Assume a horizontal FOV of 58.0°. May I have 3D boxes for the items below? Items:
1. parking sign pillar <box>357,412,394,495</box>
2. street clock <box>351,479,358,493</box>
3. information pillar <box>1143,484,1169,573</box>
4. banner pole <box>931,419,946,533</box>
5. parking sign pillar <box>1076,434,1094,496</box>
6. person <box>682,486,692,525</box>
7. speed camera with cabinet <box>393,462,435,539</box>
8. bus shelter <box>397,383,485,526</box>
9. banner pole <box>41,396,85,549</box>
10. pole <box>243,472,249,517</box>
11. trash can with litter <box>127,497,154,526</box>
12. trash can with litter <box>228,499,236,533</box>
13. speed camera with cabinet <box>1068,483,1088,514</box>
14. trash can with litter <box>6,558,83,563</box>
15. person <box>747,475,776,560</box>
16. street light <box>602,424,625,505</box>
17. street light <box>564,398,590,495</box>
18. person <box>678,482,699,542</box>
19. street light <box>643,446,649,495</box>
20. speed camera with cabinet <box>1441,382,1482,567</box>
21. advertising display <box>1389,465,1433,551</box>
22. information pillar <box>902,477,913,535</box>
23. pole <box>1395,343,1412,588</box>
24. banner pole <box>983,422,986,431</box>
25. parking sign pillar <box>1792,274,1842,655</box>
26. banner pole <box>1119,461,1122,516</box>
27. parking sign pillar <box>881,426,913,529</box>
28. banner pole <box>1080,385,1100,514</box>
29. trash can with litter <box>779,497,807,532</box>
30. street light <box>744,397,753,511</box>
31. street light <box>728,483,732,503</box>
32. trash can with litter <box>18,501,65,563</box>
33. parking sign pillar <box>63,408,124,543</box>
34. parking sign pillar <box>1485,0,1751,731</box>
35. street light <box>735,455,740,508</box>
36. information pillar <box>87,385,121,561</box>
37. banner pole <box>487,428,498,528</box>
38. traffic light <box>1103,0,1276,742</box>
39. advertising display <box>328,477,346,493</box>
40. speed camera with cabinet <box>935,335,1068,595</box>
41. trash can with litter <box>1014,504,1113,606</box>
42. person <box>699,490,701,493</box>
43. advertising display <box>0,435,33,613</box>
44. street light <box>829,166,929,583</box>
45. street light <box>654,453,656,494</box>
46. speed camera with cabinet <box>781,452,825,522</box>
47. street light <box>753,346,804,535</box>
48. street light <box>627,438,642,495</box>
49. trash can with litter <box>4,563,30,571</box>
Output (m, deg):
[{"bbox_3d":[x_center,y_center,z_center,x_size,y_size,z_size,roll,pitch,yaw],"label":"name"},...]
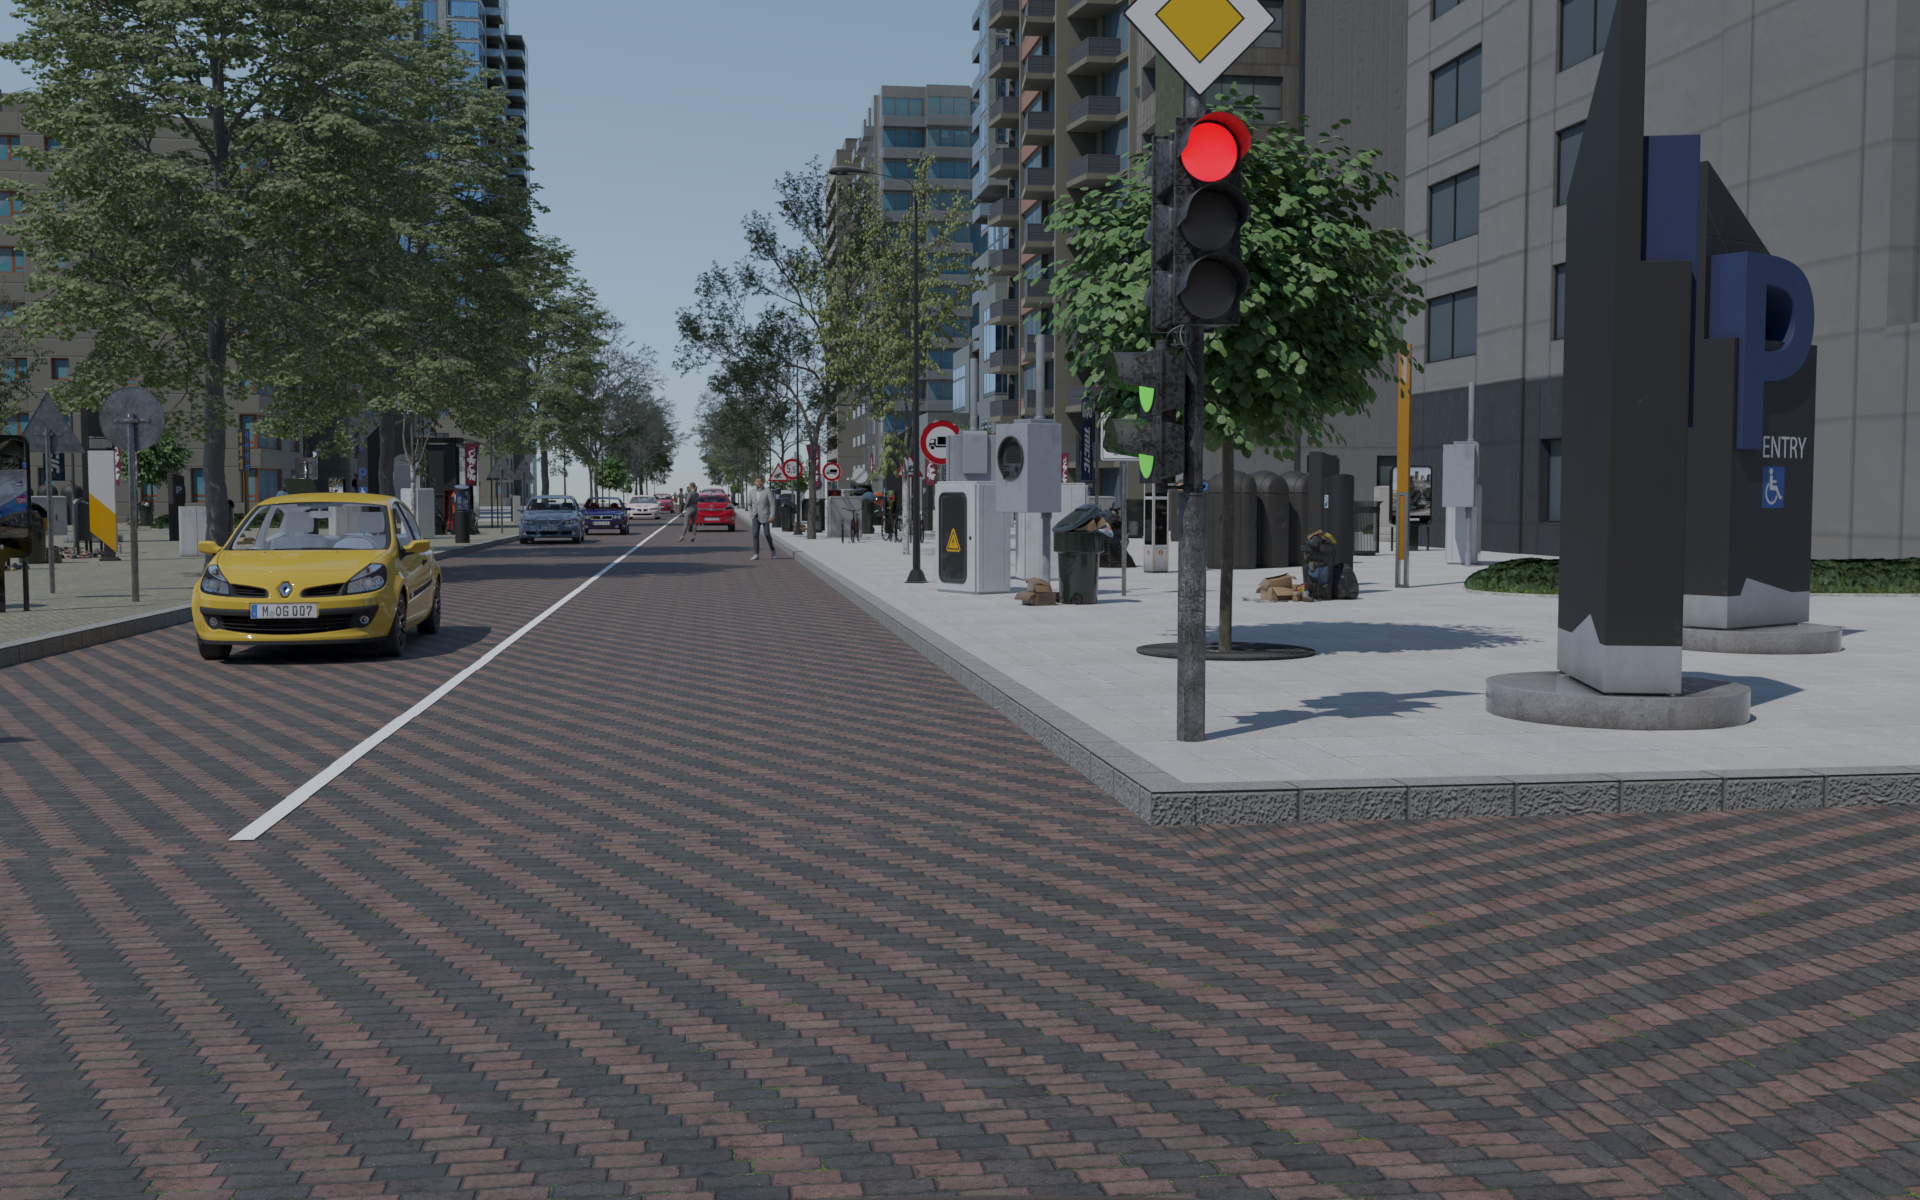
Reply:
[{"bbox_3d":[-18.921,-4.139,56.146,1.447,3.967,1.447,1,4,21],"label":"parking sign pillar"},{"bbox_3d":[-28.206,-4.677,81.032,0.471,2.002,0.358,2,4,29],"label":"street clock"},{"bbox_3d":[3.188,-1.445,28.124,0.304,2.012,0.304,-2,4,-25],"label":"information pillar"},{"bbox_3d":[-0.650,-4.155,57.952,0.401,3.779,0.863,3,4,38],"label":"banner pole"},{"bbox_3d":[5.664,-5.511,78.581,1.447,3.967,1.447,2,4,24],"label":"parking sign pillar"},{"bbox_3d":[-12.657,-4.408,80.750,0.526,1.800,0.537,-2,4,-31],"label":"person"},{"bbox_3d":[-15.891,-3.399,49.908,0.660,3.252,2.038,-3,5,-45],"label":"speed camera with cabinet"},{"bbox_3d":[-19.563,-5.357,65.217,2.179,5.291,8.768,-1,4,-8],"label":"bus shelter"},{"bbox_3d":[-20.957,-3.082,40.411,0.863,3.779,0.401,-3,5,-39],"label":"banner pole"},{"bbox_3d":[-30.240,-4.864,73.365,0.158,3.312,0.155,0,3,0],"label":"pole"},{"bbox_3d":[-32.492,-3.500,68.618,1.055,1.170,0.624,0,4,6],"label":"trash can with litter"},{"bbox_3d":[-20.768,-2.290,48.830,0.624,1.170,1.055,-1,4,-19],"label":"trash can with litter"},{"bbox_3d":[0.841,-1.917,25.680,2.038,3.252,0.660,-1,4,-11],"label":"speed camera with cabinet"},{"bbox_3d":[-17.834,-1.442,34.639,1.678,1.210,2.233,0,4,1],"label":"trash can with litter"},{"bbox_3d":[-4.333,-1.807,37.890,0.661,1.843,0.795,1,4,17],"label":"person"},{"bbox_3d":[-22.920,-8.632,113.668,1.470,5.913,1.316,-1,4,-8],"label":"street light"},{"bbox_3d":[-18.542,-6.795,83.638,1.470,5.913,1.316,-1,4,-8],"label":"street light"},{"bbox_3d":[-8.184,-2.656,52.197,0.573,1.790,0.520,1,4,16],"label":"person"},{"bbox_3d":[-30.421,-11.807,165.578,1.470,5.913,1.316,-1,4,-8],"label":"street light"},{"bbox_3d":[9.079,-2.262,31.314,0.660,3.252,2.038,1,4,20],"label":"speed camera with cabinet"},{"bbox_3d":[10.120,-2.061,38.918,0.974,1.923,0.123,-1,4,-9],"label":"advertising display"},{"bbox_3d":[-1.622,-3.055,54.433,0.304,2.012,0.304,1,4,18],"label":"information pillar"},{"bbox_3d":[6.047,-1.820,23.601,0.158,3.312,0.155,0,3,0],"label":"pole"},{"bbox_3d":[0.834,-4.311,60.507,0.401,3.779,0.863,0,4,-4],"label":"banner pole"},{"bbox_3d":[6.592,-1.587,14.421,1.447,3.967,1.447,-3,4,-36],"label":"parking sign pillar"},{"bbox_3d":[4.915,-3.805,52.227,0.401,3.779,0.863,1,4,23],"label":"banner pole"},{"bbox_3d":[-2.169,-4.601,63.700,1.447,3.967,1.447,-2,4,-24],"label":"parking sign pillar"},{"bbox_3d":[2.985,-3.022,39.434,0.401,3.779,0.863,3,5,39],"label":"banner pole"},{"bbox_3d":[-5.600,-2.887,58.584,1.055,1.170,0.624,2,4,35],"label":"trash can with litter"},{"bbox_3d":[-9.667,-6.773,83.272,1.470,5.913,1.316,-1,4,-8],"label":"street light"},{"bbox_3d":[-16.459,-9.577,129.132,1.470,5.913,1.316,-1,4,-8],"label":"street light"},{"bbox_3d":[-17.121,-1.267,32.095,0.624,1.170,1.055,0,4,2],"label":"trash can with litter"},{"bbox_3d":[-23.115,-3.524,46.082,1.447,3.967,1.447,-2,4,-26],"label":"parking sign pillar"},{"bbox_3d":[3.818,-1.316,9.983,1.447,3.967,1.447,1,4,8],"label":"parking sign pillar"},{"bbox_3d":[-12.086,-7.732,98.951,1.470,5.913,1.316,-1,4,-8],"label":"street light"},{"bbox_3d":[-16.384,-2.553,33.102,0.504,3.616,0.183,0,4,-6],"label":"information pillar"},{"bbox_3d":[-17.746,-4.629,65.702,0.401,3.779,0.863,0,4,-8],"label":"banner pole"},{"bbox_3d":[1.184,-1.223,8.909,0.839,4.253,0.868,-1,4,-8],"label":"traffic light"},{"bbox_3d":[-23.994,-3.764,66.747,0.974,1.923,0.123,3,4,37],"label":"advertising display"},{"bbox_3d":[0.455,-1.695,22.053,0.660,3.252,2.038,-2,4,-34],"label":"speed camera with cabinet"},{"bbox_3d":[1.199,-0.530,20.053,1.055,1.170,0.624,-2,4,-29],"label":"trash can with litter"},{"bbox_3d":[-22.485,-8.584,149.373,0.617,1.759,0.750,2,4,30],"label":"person"},{"bbox_3d":[-10.497,-0.819,18.612,0.123,1.923,0.974,3,4,37],"label":"advertising display"},{"bbox_3d":[-1.164,-3.194,24.766,1.470,5.913,1.316,-1,4,-8],"label":"street light"},{"bbox_3d":[-34.652,-13.600,194.908,1.470,5.913,1.316,-1,4,-8],"label":"street light"},{"bbox_3d":[-7.102,-5.095,77.640,2.038,3.252,0.660,0,4,3],"label":"speed camera with cabinet"},{"bbox_3d":[-5.604,-4.982,53.992,1.470,5.913,1.316,-1,4,-8],"label":"street light"},{"bbox_3d":[-27.311,-10.449,143.390,1.470,5.913,1.316,-1,4,-8],"label":"street light"},{"bbox_3d":[-16.350,-1.082,28.747,1.678,1.210,2.233,1,4,9],"label":"trash can with litter"}]
